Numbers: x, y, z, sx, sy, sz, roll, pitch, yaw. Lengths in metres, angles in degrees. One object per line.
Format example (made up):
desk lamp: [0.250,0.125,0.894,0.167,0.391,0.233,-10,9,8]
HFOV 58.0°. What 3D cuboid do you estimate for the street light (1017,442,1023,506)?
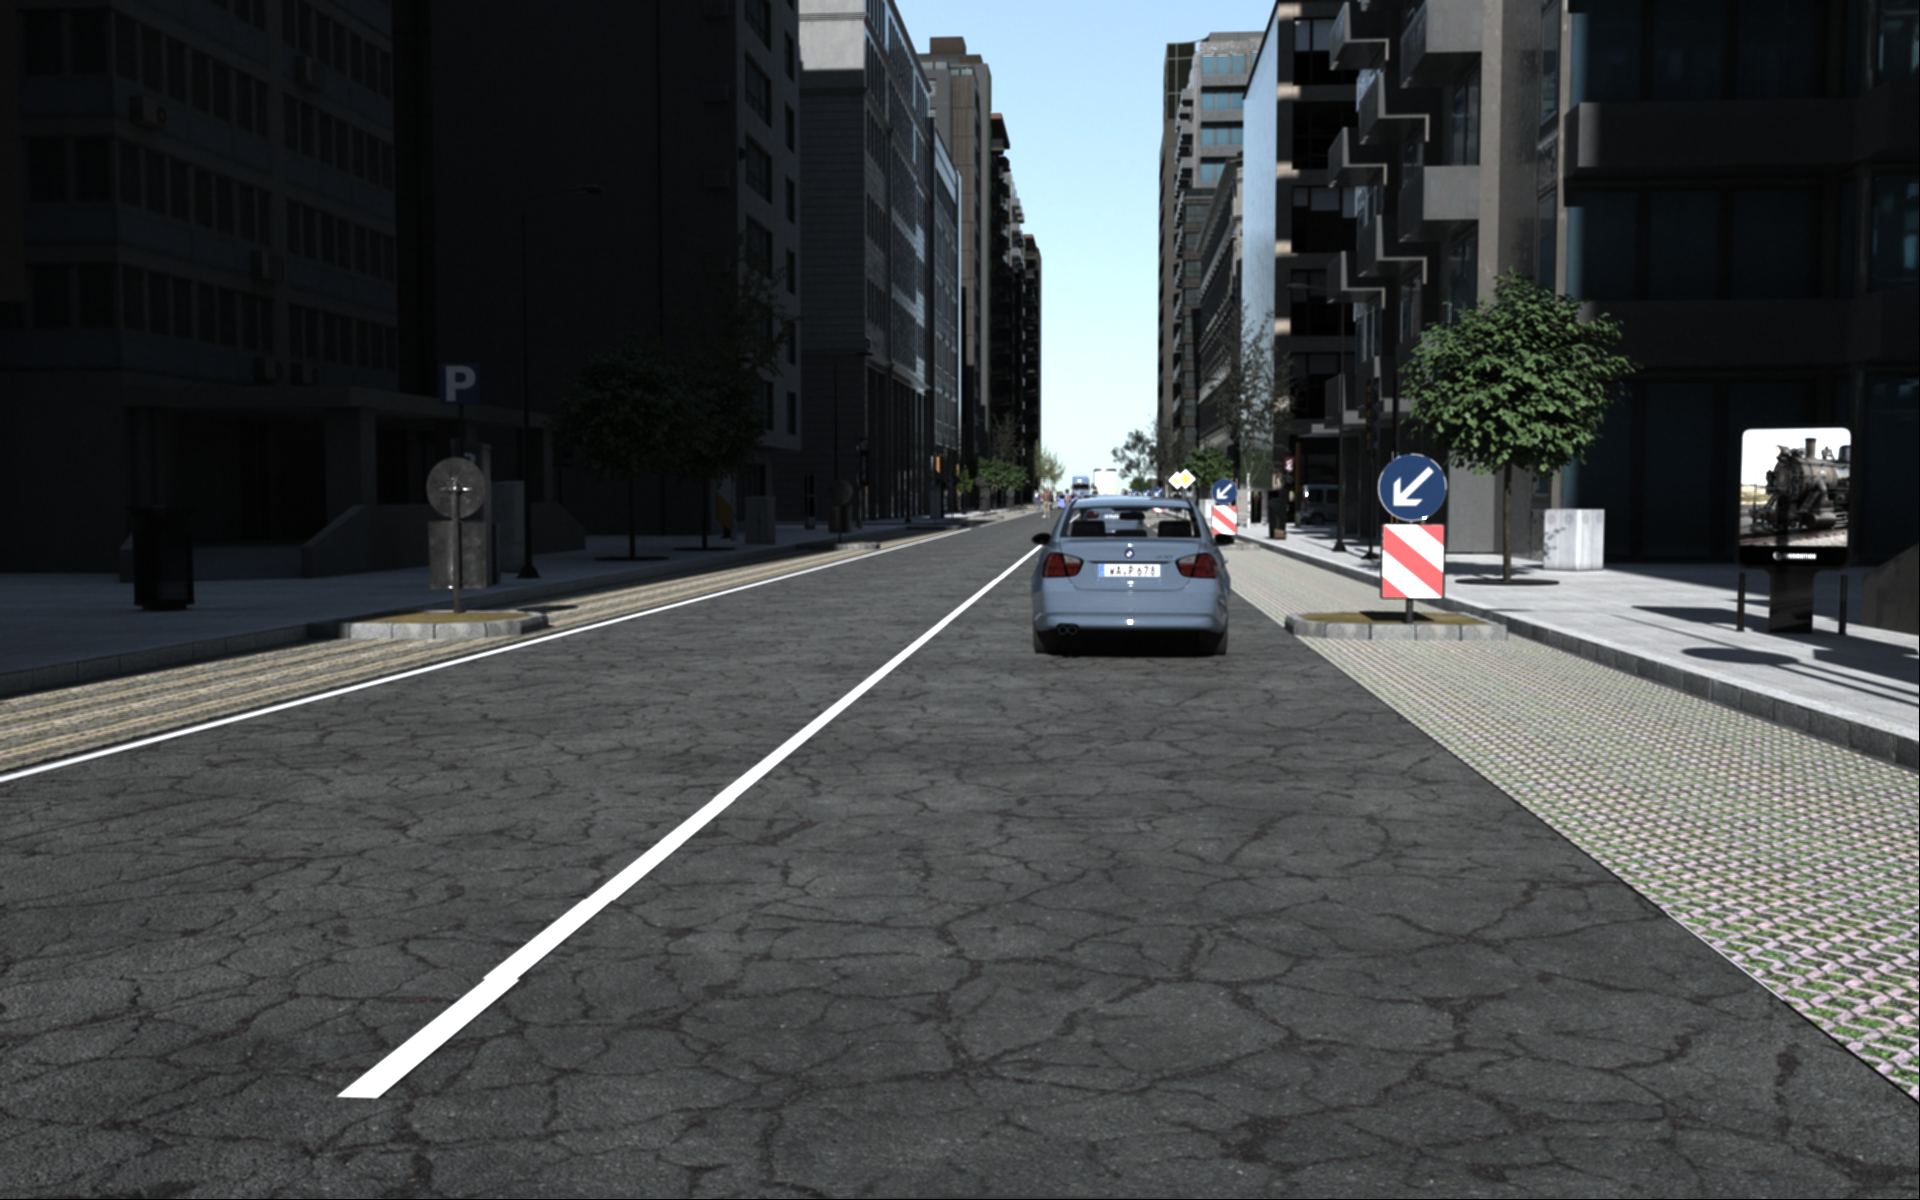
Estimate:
street light: [4.758,-11.154,154.910,1.470,5.913,1.316,0,4,5]

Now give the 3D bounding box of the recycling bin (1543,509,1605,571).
recycling bin: [10.324,-1.014,29.140,0.722,1.027,0.722,-2,4,-34]

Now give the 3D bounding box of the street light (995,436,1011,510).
street light: [3.409,-10.188,139.108,1.470,5.913,1.316,0,4,5]

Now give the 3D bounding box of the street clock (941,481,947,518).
street clock: [-0.959,-5.292,91.097,0.471,2.002,0.358,-3,5,-39]

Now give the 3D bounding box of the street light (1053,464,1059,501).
street light: [14.152,-18.110,268.642,1.470,5.913,1.316,0,4,5]

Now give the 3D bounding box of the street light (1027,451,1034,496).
street light: [7.180,-13.014,185.316,1.470,5.913,1.316,0,4,5]

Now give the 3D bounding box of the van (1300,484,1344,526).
van: [16.339,-4.042,73.098,4.112,2.044,2.013,0,4,3]

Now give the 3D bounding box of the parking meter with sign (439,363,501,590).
parking meter with sign: [-6.724,-1.694,23.950,0.543,3.016,1.738,0,4,-5]

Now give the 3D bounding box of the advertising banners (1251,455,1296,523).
advertising banners: [13.864,-4.934,76.866,2.074,3.025,0.090,0,4,-4]

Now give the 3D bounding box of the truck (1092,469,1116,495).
truck: [16.632,-12.870,199.340,2.839,4.237,11.283,0,4,4]

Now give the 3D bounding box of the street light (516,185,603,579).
street light: [-6.057,-3.285,26.243,1.470,5.913,1.316,0,4,5]

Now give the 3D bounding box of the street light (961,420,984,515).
street light: [0.808,-8.304,108.315,1.470,5.913,1.316,0,4,5]

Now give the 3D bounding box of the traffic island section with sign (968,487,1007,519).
traffic island section with sign: [1.515,-5.619,100.491,1.989,1.847,2.006,0,4,5]

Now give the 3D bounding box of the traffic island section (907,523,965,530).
traffic island section: [-1.028,-2.924,70.092,2.009,0.180,2.903,0,4,5]

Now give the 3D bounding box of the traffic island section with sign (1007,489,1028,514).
traffic island section with sign: [3.772,-7.272,127.525,1.989,1.847,2.006,0,4,5]

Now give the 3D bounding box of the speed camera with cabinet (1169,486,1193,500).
speed camera with cabinet: [19.047,-9.481,149.350,2.038,3.252,0.660,-2,4,-25]

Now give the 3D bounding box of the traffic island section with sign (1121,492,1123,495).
traffic island section with sign: [17.643,-10.241,176.072,1.989,1.847,2.006,0,4,5]

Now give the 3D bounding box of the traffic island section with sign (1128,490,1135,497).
traffic island section with sign: [13.507,-7.216,126.610,1.989,1.847,2.006,0,4,5]

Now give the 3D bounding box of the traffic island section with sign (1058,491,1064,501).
traffic island section with sign: [14.800,-15.323,259.151,1.989,1.847,2.006,0,4,5]

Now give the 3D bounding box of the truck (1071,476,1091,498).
truck: [18.164,-16.679,262.465,2.967,4.110,18.799,0,4,3]

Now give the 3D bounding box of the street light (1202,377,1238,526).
street light: [10.422,-5.900,69.006,1.470,5.913,1.316,0,4,5]

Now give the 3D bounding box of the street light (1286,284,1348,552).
street light: [7.902,-4.027,38.385,1.470,5.913,1.316,0,4,5]

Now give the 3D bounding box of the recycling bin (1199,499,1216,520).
recycling bin: [12.317,-4.485,85.890,0.722,1.027,0.722,-1,4,-23]

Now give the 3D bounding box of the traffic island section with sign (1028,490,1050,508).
traffic island section with sign: [7.895,-10.285,176.785,1.989,1.847,2.006,0,4,5]

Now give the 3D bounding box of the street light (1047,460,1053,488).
street light: [11.612,-16.244,238.134,1.470,5.913,1.316,0,4,5]

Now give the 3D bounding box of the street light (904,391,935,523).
street light: [-1.807,-6.446,77.926,1.470,5.913,1.316,0,4,5]

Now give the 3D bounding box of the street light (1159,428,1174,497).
street light: [14.734,-9.089,121.148,1.470,5.913,1.316,0,4,5]

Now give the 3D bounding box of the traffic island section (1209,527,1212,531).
traffic island section: [9.028,-2.873,69.249,2.009,0.180,2.903,0,4,5]

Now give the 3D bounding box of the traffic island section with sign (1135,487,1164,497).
traffic island section with sign: [11.205,-5.538,99.167,1.989,1.847,2.006,0,4,5]

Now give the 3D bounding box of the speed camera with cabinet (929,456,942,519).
speed camera with cabinet: [-1.259,-5.819,89.476,0.660,3.252,2.038,0,4,0]

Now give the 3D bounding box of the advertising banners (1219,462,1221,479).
advertising banners: [14.035,-6.007,94.408,0.090,3.025,2.074,1,4,18]

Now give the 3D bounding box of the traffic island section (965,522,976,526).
traffic island section: [-0.362,-3.411,78.050,2.009,0.180,2.903,0,4,5]

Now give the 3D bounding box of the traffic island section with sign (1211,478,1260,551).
traffic island section with sign: [6.651,-2.204,44.656,1.989,1.847,2.006,0,4,5]

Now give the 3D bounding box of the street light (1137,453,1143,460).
street light: [21.254,-13.775,197.754,1.470,5.913,1.316,0,4,5]

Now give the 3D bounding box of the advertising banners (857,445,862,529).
advertising banners: [-3.682,-4.099,63.205,0.090,3.025,2.074,0,4,1]

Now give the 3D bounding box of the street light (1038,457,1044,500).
street light: [9.701,-14.873,215.713,1.470,5.913,1.316,0,4,5]

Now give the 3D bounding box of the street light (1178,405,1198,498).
street light: [12.284,-7.230,90.745,1.470,5.913,1.316,0,4,5]

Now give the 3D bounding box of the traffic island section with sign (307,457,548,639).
traffic island section with sign: [-5.393,-0.570,17.947,1.989,1.847,2.006,0,4,5]

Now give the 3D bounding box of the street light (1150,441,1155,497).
street light: [17.262,-10.948,151.545,1.470,5.913,1.316,0,4,5]

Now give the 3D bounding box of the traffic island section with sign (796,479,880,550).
traffic island section with sign: [-3.126,-2.226,45.022,1.989,1.847,2.006,0,4,5]

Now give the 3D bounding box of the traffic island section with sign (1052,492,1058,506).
traffic island section with sign: [10.205,-11.973,204.382,1.989,1.847,2.006,0,4,5]

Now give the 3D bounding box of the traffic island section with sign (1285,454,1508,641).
traffic island section with sign: [4.399,-0.561,17.795,1.989,1.847,2.006,0,4,5]
